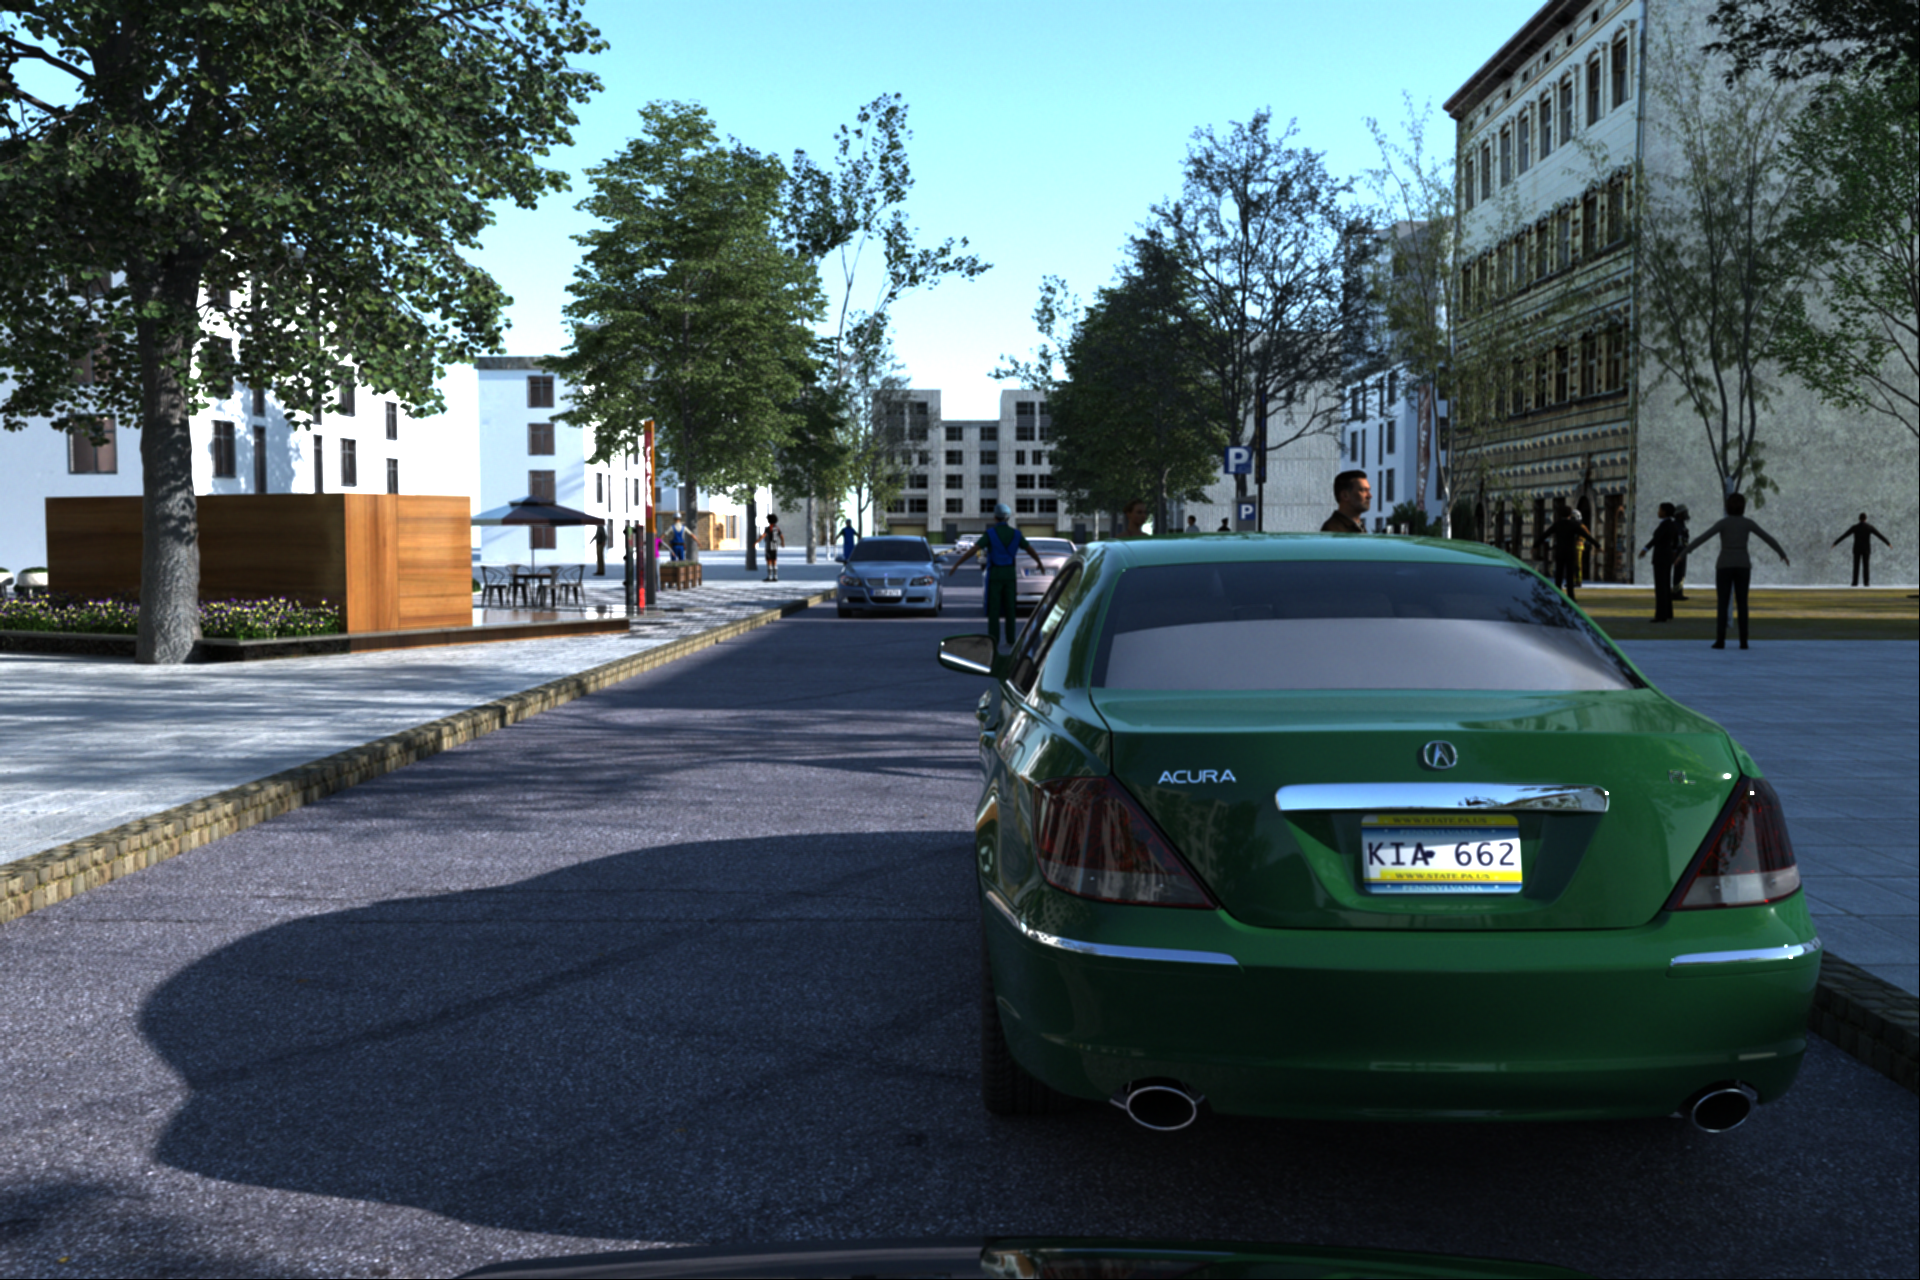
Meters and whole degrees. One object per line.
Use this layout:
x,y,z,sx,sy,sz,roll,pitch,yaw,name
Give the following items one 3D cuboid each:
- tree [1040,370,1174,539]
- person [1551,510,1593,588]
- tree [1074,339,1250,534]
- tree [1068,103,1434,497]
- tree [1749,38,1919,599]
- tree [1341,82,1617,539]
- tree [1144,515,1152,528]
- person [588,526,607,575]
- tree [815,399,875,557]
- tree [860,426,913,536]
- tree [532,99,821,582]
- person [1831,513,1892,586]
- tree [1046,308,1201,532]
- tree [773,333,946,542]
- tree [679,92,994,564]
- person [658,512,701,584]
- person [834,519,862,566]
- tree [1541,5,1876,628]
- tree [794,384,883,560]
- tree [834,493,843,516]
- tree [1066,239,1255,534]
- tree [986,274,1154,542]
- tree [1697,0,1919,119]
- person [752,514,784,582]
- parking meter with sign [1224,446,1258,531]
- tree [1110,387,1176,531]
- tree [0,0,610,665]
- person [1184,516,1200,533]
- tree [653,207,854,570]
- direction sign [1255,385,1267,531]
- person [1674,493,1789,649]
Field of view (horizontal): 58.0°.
9.753,-12.354,108.637,9.857,13.997,8.962,0,3,0,tree
14.753,-2.193,41.622,0.705,1.858,1.354,-1,4,-22,person
9.001,-8.774,77.865,8.767,10.594,7.601,1,4,15,tree
8.267,-8.569,50.466,12.009,13.543,11.850,0,3,0,tree
19.753,-6.648,34.455,9.928,11.665,9.643,0,3,0,tree
8.085,-4.819,29.155,4.360,8.622,3.978,0,3,0,tree
25.082,-17.921,211.132,7.486,12.596,7.792,0,3,0,tree
-11.223,-2.910,53.844,0.705,1.796,1.348,-2,4,-32,person
-6.924,-8.829,94.708,4.360,8.622,3.978,0,3,0,tree
-5.521,-10.313,118.983,4.737,8.622,4.395,0,3,0,tree
-7.503,-7.838,46.284,7.486,12.596,7.792,0,3,0,tree
22.222,-2.230,42.683,1.346,1.802,0.704,2,4,23,person
9.218,-11.518,94.982,9.857,13.997,8.962,0,3,0,tree
-5.881,-11.809,103.445,12.009,13.543,11.850,0,3,0,tree
-5.174,-13.332,73.863,12.611,20.169,13.585,0,3,0,tree
-7.258,-2.358,44.416,1.347,1.847,0.705,-2,4,-25,person
-3.840,-3.298,60.054,1.347,1.817,0.704,-3,4,-37,person
10.770,-4.477,23.554,4.360,8.622,3.978,0,3,0,tree
-6.234,-8.200,84.428,4.737,8.622,4.395,0,3,0,tree
-17.819,-17.031,212.871,7.601,10.594,8.767,-1,4,-9,tree
7.700,-9.107,67.019,7.486,12.596,7.792,0,3,0,tree
8.776,-16.607,127.413,12.611,20.169,13.585,0,3,0,tree
8.015,-4.634,10.171,7.601,10.594,8.767,-1,4,-9,tree
-5.105,-2.478,46.657,0.704,1.843,1.345,2,4,31,person
5.501,-2.287,33.651,0.543,3.016,1.738,0,4,1,parking meter with sign
8.901,-8.281,85.763,4.360,8.622,3.978,0,3,0,tree
-8.027,-6.745,16.940,9.857,13.997,8.962,0,3,0,tree
6.543,-2.629,49.170,0.705,1.806,1.347,-2,4,-27,person
-7.794,-8.738,60.990,7.486,12.596,7.792,0,3,0,tree
4.642,-2.127,26.776,0.379,3.537,0.876,0,4,0,direction sign
8.645,-0.773,19.398,1.215,1.744,0.721,1,4,11,person
